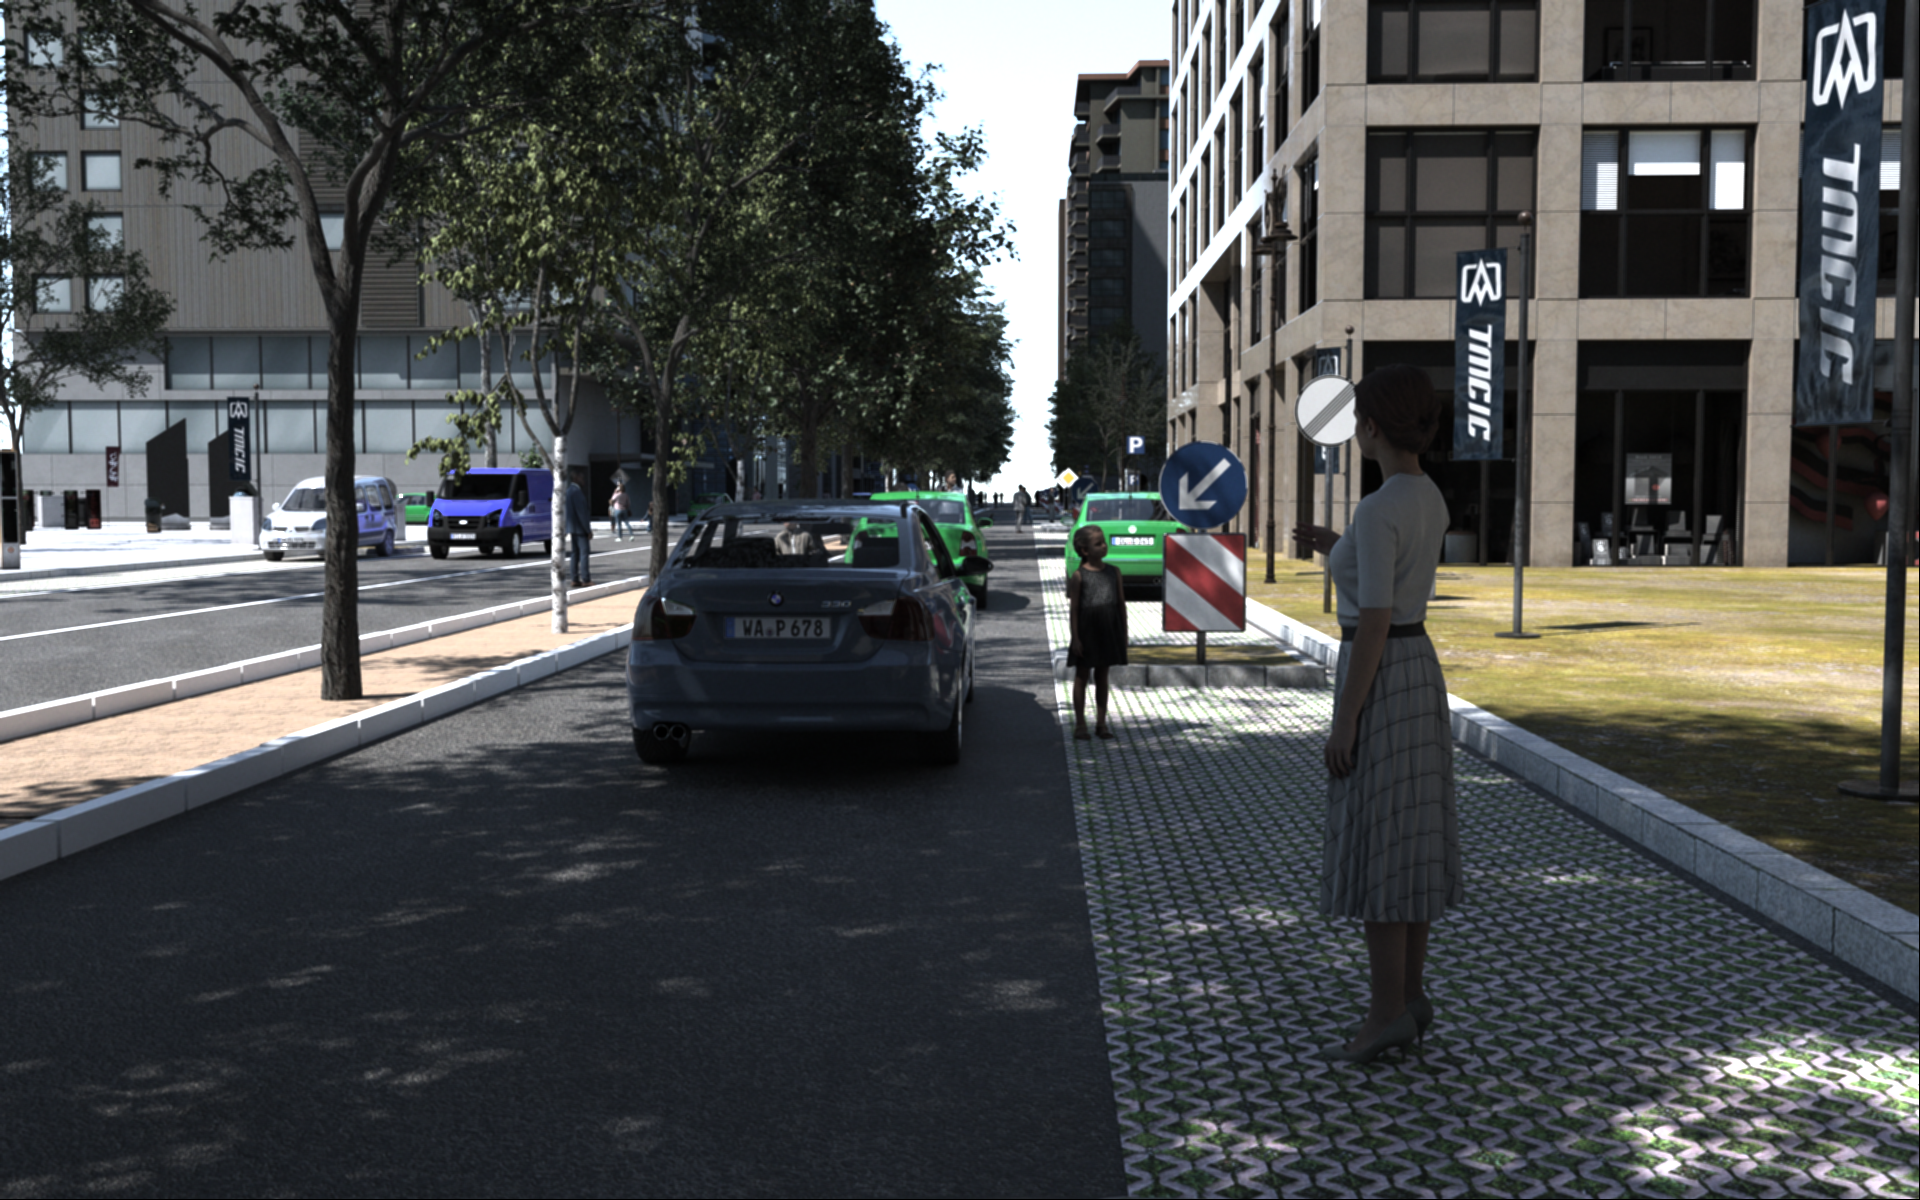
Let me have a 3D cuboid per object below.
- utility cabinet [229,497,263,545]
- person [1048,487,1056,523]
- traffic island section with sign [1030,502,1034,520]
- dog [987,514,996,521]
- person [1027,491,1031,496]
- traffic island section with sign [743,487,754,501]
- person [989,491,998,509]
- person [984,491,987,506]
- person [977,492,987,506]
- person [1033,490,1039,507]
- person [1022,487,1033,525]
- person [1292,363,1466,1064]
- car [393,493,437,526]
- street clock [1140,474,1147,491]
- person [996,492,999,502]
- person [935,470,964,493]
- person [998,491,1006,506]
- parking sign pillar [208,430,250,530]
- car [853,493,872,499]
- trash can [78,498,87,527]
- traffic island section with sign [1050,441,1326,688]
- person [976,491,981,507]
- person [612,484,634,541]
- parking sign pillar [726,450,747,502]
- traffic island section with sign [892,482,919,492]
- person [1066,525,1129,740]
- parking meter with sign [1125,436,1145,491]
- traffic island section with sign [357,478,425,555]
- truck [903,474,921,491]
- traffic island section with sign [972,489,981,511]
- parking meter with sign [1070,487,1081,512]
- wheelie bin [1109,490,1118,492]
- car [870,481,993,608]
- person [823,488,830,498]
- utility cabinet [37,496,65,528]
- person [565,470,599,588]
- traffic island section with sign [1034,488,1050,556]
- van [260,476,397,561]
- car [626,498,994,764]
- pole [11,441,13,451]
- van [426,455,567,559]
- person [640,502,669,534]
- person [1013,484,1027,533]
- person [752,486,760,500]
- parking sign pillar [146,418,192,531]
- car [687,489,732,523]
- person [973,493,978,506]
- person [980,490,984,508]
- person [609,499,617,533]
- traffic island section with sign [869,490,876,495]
[{"bbox_3d":[-18.069,-2.001,43.879,1.020,1.237,0.306,2,4,34],"label":"utility cabinet"},{"bbox_3d":[4.572,-4.694,85.797,0.362,1.759,0.519,2,4,27],"label":"person"},{"bbox_3d":[4.996,-5.320,95.617,1.989,1.847,2.006,0,4,2],"label":"traffic island section with sign"},{"bbox_3d":[1.695,-4.428,92.587,0.550,0.427,0.748,1,4,8],"label":"dog"},{"bbox_3d":[8.136,-12.031,205.651,0.683,1.767,0.568,-1,4,-15],"label":"person"},{"bbox_3d":[-11.806,-5.370,96.420,1.989,1.847,2.006,0,4,2],"label":"traffic island section with sign"},{"bbox_3d":[3.358,-9.922,171.260,0.750,1.759,0.617,-2,4,-30],"label":"person"},{"bbox_3d":[2.913,-12.063,205.600,0.599,1.838,0.709,-1,4,-23],"label":"person"},{"bbox_3d":[2.312,-10.916,187.695,1.217,1.735,0.721,1,4,20],"label":"person"},{"bbox_3d":[7.877,-10.251,175.728,1.348,1.869,0.705,-3,4,-38],"label":"person"},{"bbox_3d":[3.097,-4.445,81.517,0.721,1.781,0.623,-2,4,-29],"label":"person"},{"bbox_3d":[1.024,0.283,4.443,0.524,1.755,0.480,2,4,34],"label":"person"},{"bbox_3d":[-22.076,-3.716,69.550,4.718,1.807,1.959,0,4,3],"label":"car"},{"bbox_3d":[6.576,-3.586,63.197,0.471,2.002,0.358,-1,4,-17],"label":"street clock"},{"bbox_3d":[6.365,-17.730,298.403,1.348,1.821,0.705,-1,4,-15],"label":"person"},{"bbox_3d":[-0.224,-1.244,28.935,0.679,1.850,0.850,0,4,4],"label":"person"},{"bbox_3d":[5.124,-12.595,214.449,1.348,1.821,0.705,2,4,34],"label":"person"},{"bbox_3d":[-26.006,-4.476,61.652,1.447,3.967,1.447,-1,4,-11],"label":"parking sign pillar"},{"bbox_3d":[-5.069,-4.801,88.091,1.945,1.707,3.694,0,4,1],"label":"car"},{"bbox_3d":[-34.306,-3.426,67.667,0.748,1.137,0.748,0,3,0],"label":"trash can"},{"bbox_3d":[1.741,-0.311,13.713,1.989,1.847,2.006,0,4,2],"label":"traffic island section with sign"},{"bbox_3d":[2.252,-11.586,198.073,0.705,1.807,1.348,3,5,40],"label":"person"},{"bbox_3d":[-10.215,-2.665,52.668,0.593,1.750,0.643,-3,5,-42],"label":"person"},{"bbox_3d":[-13.779,-7.240,106.843,1.447,3.967,1.447,2,4,25],"label":"parking sign pillar"},{"bbox_3d":[-2.017,-3.992,73.411,2.006,1.907,1.989,0,4,2],"label":"traffic island section with sign"},{"bbox_3d":[0.810,0.187,10.117,0.362,1.253,0.373,-1,4,-14],"label":"person"},{"bbox_3d":[5.290,-3.456,52.769,0.543,3.016,1.738,0,4,2],"label":"parking meter with sign"},{"bbox_3d":[-13.987,-2.012,41.517,1.989,1.847,2.006,0,4,2],"label":"traffic island section with sign"},{"bbox_3d":[-4.634,-12.461,193.490,2.967,4.110,18.799,0,4,0],"label":"truck"},{"bbox_3d":[0.948,-8.584,148.491,2.006,1.907,1.989,0,4,2],"label":"traffic island section with sign"},{"bbox_3d":[8.739,-7.834,124.349,1.738,3.016,0.543,-1,4,-12],"label":"parking meter with sign"},{"bbox_3d":[11.546,-7.515,130.772,0.980,1.594,0.693,1,4,21],"label":"wheelie bin"},{"bbox_3d":[-0.529,-0.876,23.117,1.959,1.807,4.718,0,4,0],"label":"car"},{"bbox_3d":[-7.465,-5.403,97.423,0.593,1.750,0.643,2,4,30],"label":"person"},{"bbox_3d":[-34.723,-3.367,66.212,0.306,1.237,1.020,2,4,24],"label":"utility cabinet"},{"bbox_3d":[-5.840,-1.092,26.541,0.419,1.800,0.721,-3,5,-39],"label":"person"},{"bbox_3d":[2.819,-1.970,40.844,1.989,1.847,2.006,0,4,2],"label":"traffic island section with sign"},{"bbox_3d":[-13.885,-1.905,38.157,2.013,2.044,4.112,0,4,3],"label":"van"},{"bbox_3d":[-0.811,0.092,10.503,2.014,1.417,4.499,0,4,2],"label":"car"},{"bbox_3d":[-32.806,-4.058,60.191,0.158,3.312,0.155,0,3,0],"label":"pole"},{"bbox_3d":[-10.649,-2.176,39.963,2.240,2.365,5.245,0,4,2],"label":"van"},{"bbox_3d":[-10.942,-2.950,62.236,1.012,1.151,0.738,0,4,-2],"label":"person"},{"bbox_3d":[2.248,-3.353,63.515,0.606,1.804,0.583,2,4,32],"label":"person"},{"bbox_3d":[-9.835,-4.564,83.134,0.555,1.821,0.388,2,4,29],"label":"person"},{"bbox_3d":[-28.052,-4.456,61.330,1.447,3.967,1.447,-1,4,-15],"label":"parking sign pillar"},{"bbox_3d":[-12.030,-4.600,84.002,1.959,1.807,4.718,0,4,2],"label":"car"},{"bbox_3d":[1.681,-12.019,205.085,0.705,1.814,1.350,-3,5,-42],"label":"person"},{"bbox_3d":[2.284,-10.538,180.799,0.705,1.823,1.348,-1,4,-8],"label":"person"},{"bbox_3d":[-12.628,-3.059,63.197,0.332,1.250,0.352,1,4,21],"label":"person"},{"bbox_3d":[-8.743,-10.096,173.691,1.989,1.847,2.006,0,4,2],"label":"traffic island section with sign"}]
